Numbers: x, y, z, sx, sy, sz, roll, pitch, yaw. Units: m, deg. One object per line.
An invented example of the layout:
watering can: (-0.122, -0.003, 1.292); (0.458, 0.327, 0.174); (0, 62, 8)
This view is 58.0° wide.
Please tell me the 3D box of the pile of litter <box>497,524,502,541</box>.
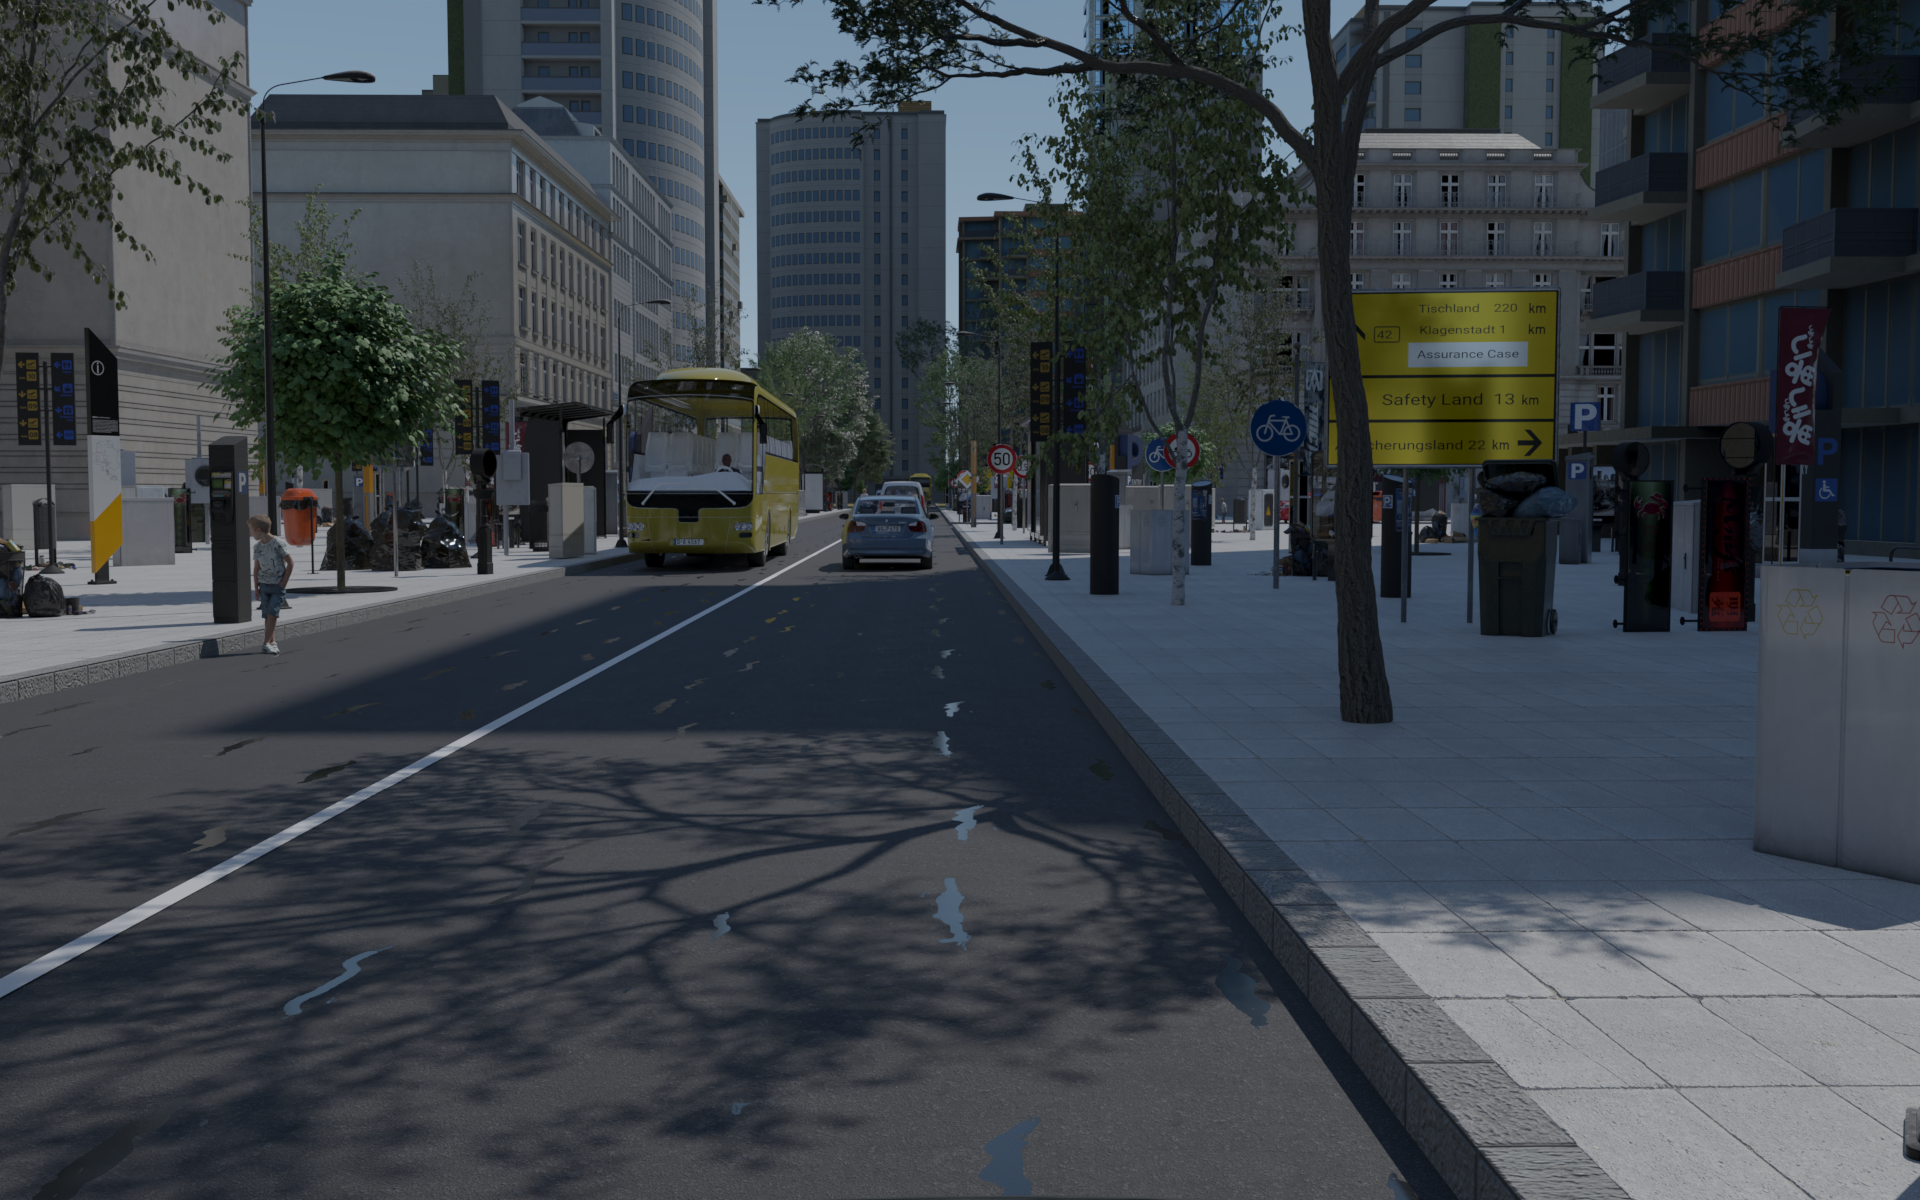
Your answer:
pile of litter: (-12.704, -2.102, 48.325); (1.176, 0.858, 1.719); (0, 4, 3)

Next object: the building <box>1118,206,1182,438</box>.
building: (22.011, -18.811, 140.845); (16.112, 22.955, 30.059); (0, 4, -1)

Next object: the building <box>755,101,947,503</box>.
building: (-16.244, -44.049, 262.193); (28.212, 58.520, 21.231); (0, 4, -1)

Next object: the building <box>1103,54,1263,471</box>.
building: (20.557, -29.448, 165.063); (14.154, 41.232, 14.086); (0, 4, -1)

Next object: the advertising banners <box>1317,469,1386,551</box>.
advertising banners: (8.890, -2.635, 39.263); (2.074, 3.025, 0.090); (-1, 4, -22)

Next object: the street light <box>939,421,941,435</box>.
street light: (-0.181, -7.037, 87.596); (1.470, 5.913, 1.316); (0, 4, -1)

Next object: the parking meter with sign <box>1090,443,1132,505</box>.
parking meter with sign: (4.969, -3.535, 54.054); (1.738, 3.016, 0.543); (2, 4, 27)

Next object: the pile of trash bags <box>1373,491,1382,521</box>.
pile of trash bags: (12.025, -2.700, 53.899); (1.912, 1.369, 3.447); (-2, 4, -33)

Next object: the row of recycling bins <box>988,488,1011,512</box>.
row of recycling bins: (2.974, -7.043, 122.260); (1.069, 1.692, 3.534); (-2, 4, -26)

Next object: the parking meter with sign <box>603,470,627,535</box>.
parking meter with sign: (-11.193, -3.589, 54.937); (1.738, 3.016, 0.543); (-1, 4, -9)

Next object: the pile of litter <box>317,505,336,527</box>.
pile of litter: (-24.677, -3.290, 67.764); (1.719, 0.858, 1.176); (-1, 4, -17)

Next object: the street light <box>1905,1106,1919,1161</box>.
street light: (1.472, -1.876, 3.209); (1.470, 5.913, 1.316); (0, 4, -1)

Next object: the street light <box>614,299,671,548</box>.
street light: (-7.587, -4.213, 41.422); (1.470, 5.913, 1.316); (0, 4, -1)

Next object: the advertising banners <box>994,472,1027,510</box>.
advertising banners: (2.388, -5.396, 84.418); (2.074, 3.025, 0.090); (-3, 4, -37)

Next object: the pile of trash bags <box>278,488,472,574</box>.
pile of trash bags: (-9.974, -1.185, 29.120); (1.912, 1.369, 3.447); (2, 4, 26)

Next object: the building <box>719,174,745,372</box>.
building: (-37.651, -31.081, 200.057); (23.993, 40.220, 32.217); (0, 4, -1)

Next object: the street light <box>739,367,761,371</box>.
street light: (-8.008, -5.571, 63.621); (1.470, 5.913, 1.316); (0, 4, -1)

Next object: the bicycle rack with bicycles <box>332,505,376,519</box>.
bicycle rack with bicycles: (-28.056, -4.149, 81.219); (2.925, 0.926, 2.852); (-1, 4, -10)

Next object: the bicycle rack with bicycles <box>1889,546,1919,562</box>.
bicycle rack with bicycles: (13.250, -0.529, 22.035); (2.852, 0.926, 2.925); (-1, 4, -11)

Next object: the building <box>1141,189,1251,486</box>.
building: (18.550, -16.067, 117.439); (10.420, 20.320, 16.860); (0, 4, -1)

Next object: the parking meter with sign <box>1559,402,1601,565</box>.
parking meter with sign: (11.487, -2.197, 32.184); (0.543, 3.016, 1.738); (2, 4, 27)

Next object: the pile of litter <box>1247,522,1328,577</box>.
pile of litter: (5.427, -0.816, 27.300); (1.719, 0.858, 1.176); (3, 4, 38)

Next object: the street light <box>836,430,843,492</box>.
street light: (-9.085, -9.286, 124.366); (1.470, 5.913, 1.316); (0, 4, -1)

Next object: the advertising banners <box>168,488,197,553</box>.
advertising banners: (-17.602, -2.515, 37.308); (2.074, 3.025, 0.090); (-1, 4, -14)

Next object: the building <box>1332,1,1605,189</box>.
building: (59.308, -40.681, 207.136); (28.212, 58.520, 21.231); (0, 4, -1)

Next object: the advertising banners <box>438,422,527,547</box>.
advertising banners: (-11.501, -2.796, 41.909); (2.074, 3.025, 0.090); (0, 4, -3)

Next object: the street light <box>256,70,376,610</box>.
street light: (-7.108, -2.850, 19.144); (1.470, 5.913, 1.316); (0, 4, -1)

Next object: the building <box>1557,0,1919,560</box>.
building: (28.254, -23.626, 40.909); (22.147, 44.769, 28.867); (0, 4, -1)

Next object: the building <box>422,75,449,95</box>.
building: (-60.551, -35.555, 205.033); (21.600, 48.544, 21.300); (0, 4, -1)

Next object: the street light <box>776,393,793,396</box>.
street light: (-8.366, -6.564, 79.870); (1.470, 5.913, 1.316); (0, 4, -1)

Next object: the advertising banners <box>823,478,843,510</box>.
advertising banners: (-10.486, -8.847, 140.834); (2.074, 3.025, 0.090); (-1, 4, -10)

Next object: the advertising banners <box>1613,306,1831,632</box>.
advertising banners: (7.102, -1.219, 16.112); (2.074, 3.025, 0.090); (0, 4, -8)

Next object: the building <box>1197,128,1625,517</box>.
building: (26.676, -15.841, 100.797); (24.055, 21.916, 13.314); (0, 4, -1)

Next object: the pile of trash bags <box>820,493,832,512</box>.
pile of trash bags: (-10.380, -7.274, 128.684); (1.912, 1.369, 3.447); (1, 4, 13)

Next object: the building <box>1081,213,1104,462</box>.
building: (19.315, -24.938, 179.440); (14.160, 30.474, 14.107); (0, 4, -1)

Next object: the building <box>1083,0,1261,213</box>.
building: (22.934, -54.303, 200.523); (22.319, 86.520, 31.000); (0, 4, -1)

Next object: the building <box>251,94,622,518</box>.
building: (-31.644, -16.787, 107.751); (16.112, 22.955, 30.059); (0, 4, -1)

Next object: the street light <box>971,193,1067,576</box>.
street light: (0.958, -3.323, 26.865); (1.470, 5.913, 1.316); (0, 4, -1)

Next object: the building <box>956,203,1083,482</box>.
building: (12.283, -37.243, 263.550); (28.867, 44.769, 22.147); (0, 4, -1)

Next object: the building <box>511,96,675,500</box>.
building: (-30.349, -22.016, 137.449); (11.434, 29.767, 29.804); (0, 4, -1)

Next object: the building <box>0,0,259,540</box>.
building: (-33.105, -13.201, 52.001); (21.152, 22.565, 11.583); (0, 4, -1)

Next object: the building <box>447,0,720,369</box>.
building: (-35.526, -38.273, 167.755); (21.231, 58.520, 28.212); (0, 4, -1)

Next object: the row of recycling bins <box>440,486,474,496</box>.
row of recycling bins: (-26.036, -5.042, 89.542); (1.069, 1.692, 3.534); (0, 4, 3)

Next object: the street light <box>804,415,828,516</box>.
street light: (-8.634, -7.922, 102.071); (1.470, 5.913, 1.316); (0, 4, -1)

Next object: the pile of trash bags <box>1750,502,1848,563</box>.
pile of trash bags: (15.358, -1.363, 32.033); (1.912, 1.369, 3.447); (2, 4, 23)

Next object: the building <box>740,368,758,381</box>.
building: (-45.215, -25.711, 265.420); (28.899, 21.520, 27.650); (0, 4, -1)

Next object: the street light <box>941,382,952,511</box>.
street light: (0.047, -6.075, 71.870); (1.470, 5.913, 1.316); (0, 4, -1)

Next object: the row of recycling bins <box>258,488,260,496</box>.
row of recycling bins: (-36.063, -4.867, 86.692); (3.534, 1.692, 1.069); (3, 5, 39)

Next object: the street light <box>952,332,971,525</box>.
street light: (0.584, -4.718, 49.674); (1.470, 5.913, 1.316); (0, 4, -1)

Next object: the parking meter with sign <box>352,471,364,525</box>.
parking meter with sign: (-21.521, -4.018, 61.950); (0.543, 3.016, 1.738); (-1, 4, -21)

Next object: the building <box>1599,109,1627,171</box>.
building: (48.825, -17.239, 99.883); (19.932, 24.808, 12.078); (0, 4, -1)

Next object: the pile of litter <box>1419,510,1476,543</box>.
pile of litter: (12.788, -1.929, 45.510); (1.719, 0.858, 1.176); (0, 4, -7)
